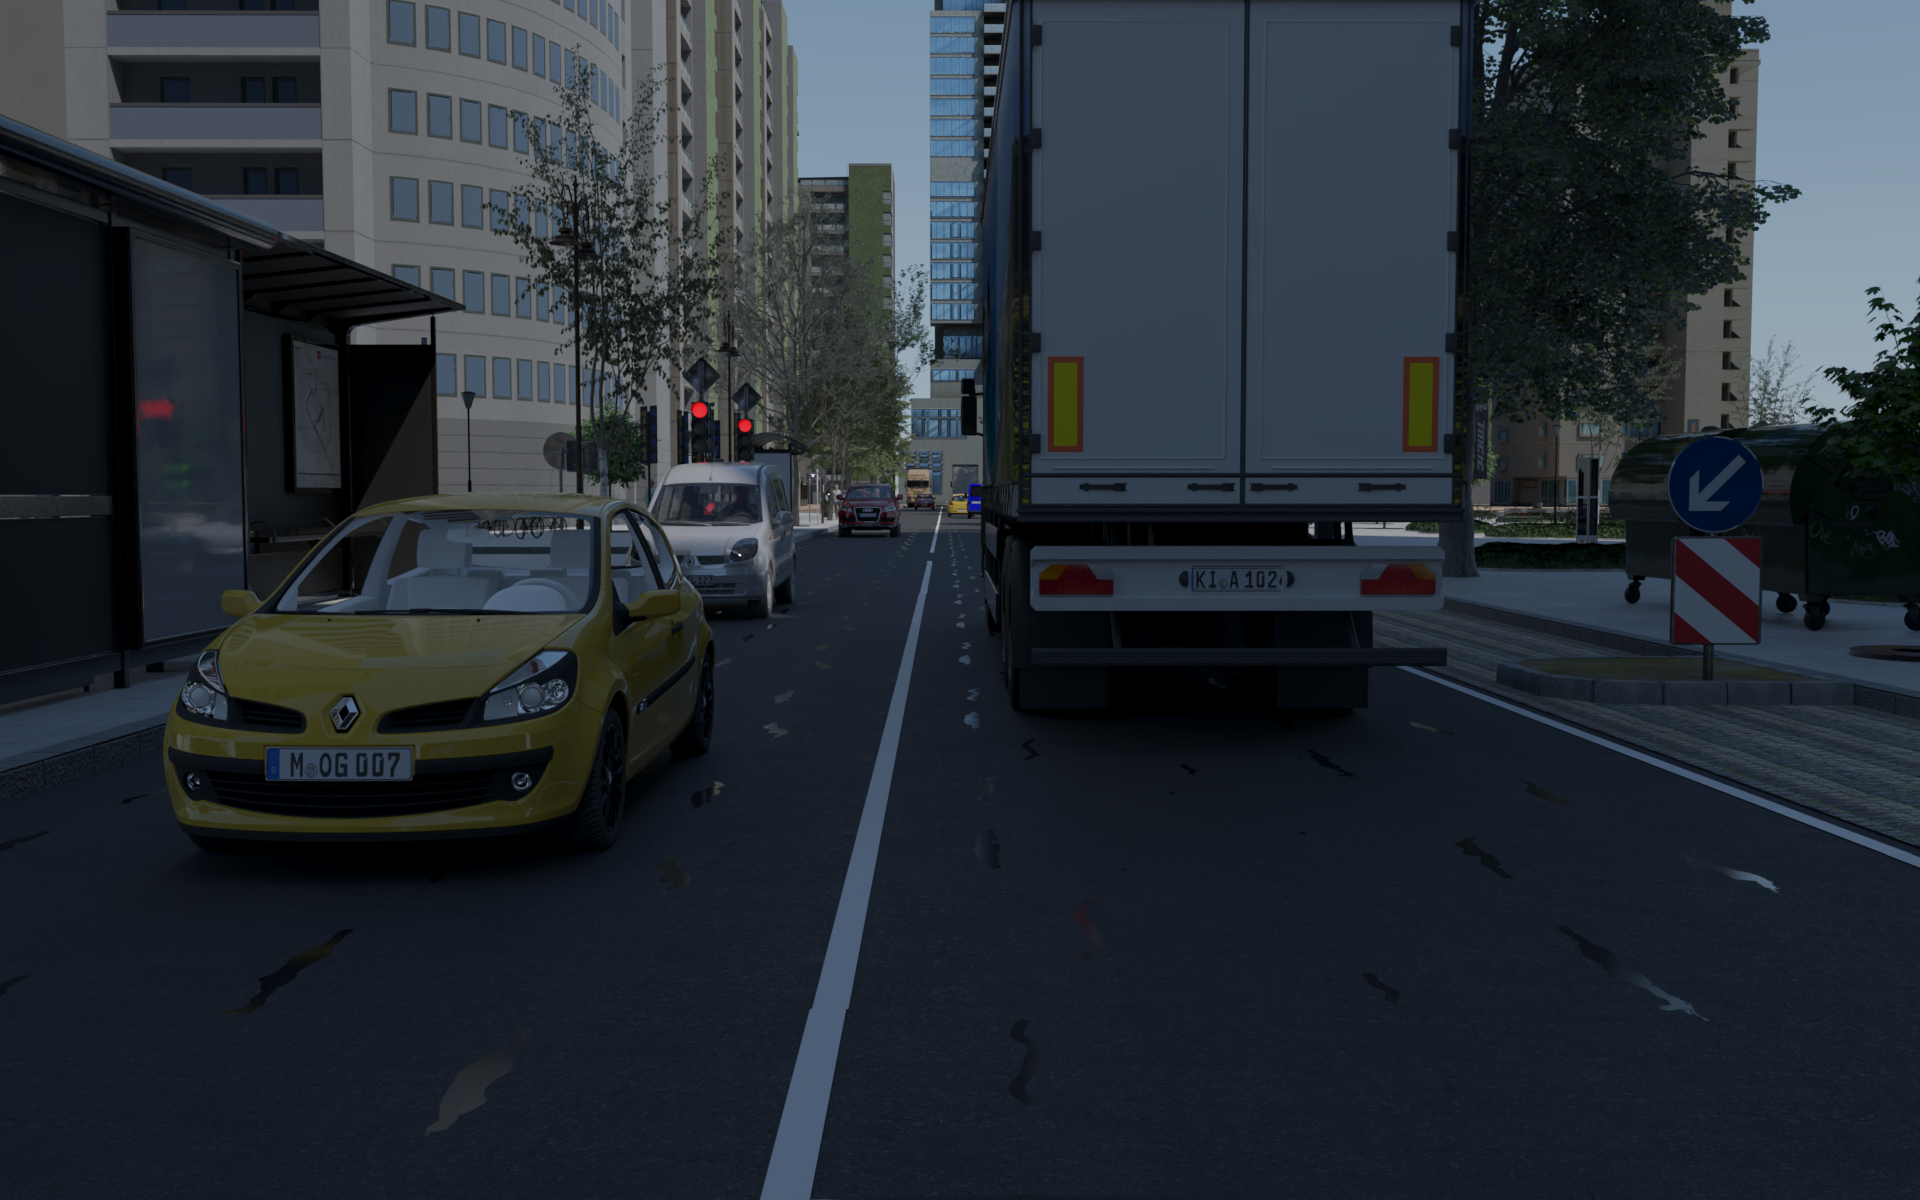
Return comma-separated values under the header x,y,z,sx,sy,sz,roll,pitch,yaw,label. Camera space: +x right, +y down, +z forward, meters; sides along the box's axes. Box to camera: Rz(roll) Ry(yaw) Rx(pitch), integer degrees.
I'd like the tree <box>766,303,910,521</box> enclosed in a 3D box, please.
x,y,z,sx,sy,sz,roll,pitch,yaw,label
-5.958,-9.108,83.333,7.601,10.594,8.767,0,4,8,tree

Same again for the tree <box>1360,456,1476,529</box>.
x,y,z,sx,sy,sz,roll,pitch,yaw,label
15.700,-4.890,63.662,4.285,4.588,4.351,0,3,0,tree

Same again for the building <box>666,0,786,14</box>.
x,y,z,sx,sy,sz,roll,pitch,yaw,label
-21.382,-27.858,139.076,14.154,41.232,14.086,0,4,0,building

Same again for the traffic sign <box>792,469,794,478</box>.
x,y,z,sx,sy,sz,roll,pitch,yaw,label
-7.713,-4.757,77.512,0.795,2.593,0.064,1,4,8,traffic sign

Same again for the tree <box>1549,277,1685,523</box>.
x,y,z,sx,sy,sz,roll,pitch,yaw,label
21.322,-6.545,57.369,4.360,8.622,3.978,0,3,0,tree

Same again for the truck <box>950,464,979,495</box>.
x,y,z,sx,sy,sz,roll,pitch,yaw,label
0.476,-10.963,168.153,2.839,4.237,11.283,0,4,0,truck

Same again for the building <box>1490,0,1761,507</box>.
x,y,z,sx,sy,sz,roll,pitch,yaw,label
68.058,-33.770,175.834,21.600,48.544,21.300,0,4,0,building

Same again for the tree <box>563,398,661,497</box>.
x,y,z,sx,sy,sz,roll,pitch,yaw,label
-11.670,-4.552,58.134,4.285,4.588,4.351,0,3,0,tree

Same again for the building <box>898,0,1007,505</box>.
x,y,z,sx,sy,sz,roll,pitch,yaw,label
7.883,-55.487,219.885,31.000,86.520,22.319,0,4,0,building

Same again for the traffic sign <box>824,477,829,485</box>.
x,y,z,sx,sy,sz,roll,pitch,yaw,label
-8.782,-6.817,111.188,0.795,2.593,0.064,0,4,5,traffic sign

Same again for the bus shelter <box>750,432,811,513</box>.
x,y,z,sx,sy,sz,roll,pitch,yaw,label
-6.329,-4.013,59.532,2.014,3.302,5.546,0,4,0,bus shelter

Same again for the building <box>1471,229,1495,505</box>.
x,y,z,sx,sy,sz,roll,pitch,yaw,label
58.704,-32.632,217.127,14.086,41.232,14.154,0,4,0,building

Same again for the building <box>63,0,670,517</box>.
x,y,z,sx,sy,sz,roll,pitch,yaw,label
-24.748,-32.314,70.327,21.231,58.520,28.212,0,4,0,building

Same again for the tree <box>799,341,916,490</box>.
x,y,z,sx,sy,sz,roll,pitch,yaw,label
-7.920,-12.237,118.193,7.486,12.596,7.792,0,3,0,tree

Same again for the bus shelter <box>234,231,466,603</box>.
x,y,z,sx,sy,sz,roll,pitch,yaw,label
-6.982,-1.672,18.617,1.731,3.624,6.357,0,4,-1,bus shelter

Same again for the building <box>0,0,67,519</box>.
x,y,z,sx,sy,sz,roll,pitch,yaw,label
-24.516,-23.969,15.596,21.600,48.544,21.300,0,4,0,building

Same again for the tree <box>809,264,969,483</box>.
x,y,z,sx,sy,sz,roll,pitch,yaw,label
-5.381,-17.447,141.143,12.611,20.169,13.585,0,3,0,tree

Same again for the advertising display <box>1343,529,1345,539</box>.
x,y,z,sx,sy,sz,roll,pitch,yaw,label
10.076,-2.443,45.156,0.123,1.923,0.974,1,4,9,advertising display

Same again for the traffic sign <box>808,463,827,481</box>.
x,y,z,sx,sy,sz,roll,pitch,yaw,label
-6.125,-4.557,74.243,0.795,2.593,0.064,0,4,6,traffic sign

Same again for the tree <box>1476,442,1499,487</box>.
x,y,z,sx,sy,sz,roll,pitch,yaw,label
24.783,-6.215,85.324,4.285,4.588,4.351,0,3,0,tree

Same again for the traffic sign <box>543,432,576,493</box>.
x,y,z,sx,sy,sz,roll,pitch,yaw,label
-8.191,-2.169,35.577,0.768,2.556,0.104,0,4,5,traffic sign

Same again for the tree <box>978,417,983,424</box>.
x,y,z,sx,sy,sz,roll,pitch,yaw,label
6.808,-15.219,155.480,9.857,13.997,8.962,0,3,0,tree

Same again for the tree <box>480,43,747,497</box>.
x,y,z,sx,sy,sz,roll,pitch,yaw,label
-5.842,-4.834,29.400,4.360,8.622,3.978,0,3,0,tree

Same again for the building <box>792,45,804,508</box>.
x,y,z,sx,sy,sz,roll,pitch,yaw,label
-21.839,-28.723,153.223,14.154,41.232,14.086,0,4,0,building

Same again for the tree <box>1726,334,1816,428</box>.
x,y,z,sx,sy,sz,roll,pitch,yaw,label
37.786,-7.988,80.964,4.360,8.622,3.978,0,3,0,tree

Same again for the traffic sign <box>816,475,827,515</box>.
x,y,z,sx,sy,sz,roll,pitch,yaw,label
-8.627,-6.539,107.015,0.768,2.556,0.104,1,4,9,traffic sign

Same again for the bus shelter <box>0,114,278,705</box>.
x,y,z,sx,sy,sz,roll,pitch,yaw,label
-6.265,-1.914,8.925,2.179,5.291,8.768,0,4,-1,bus shelter

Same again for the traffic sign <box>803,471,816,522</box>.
x,y,z,sx,sy,sz,roll,pitch,yaw,label
-6.793,-4.655,78.234,0.606,2.300,0.079,0,4,1,traffic sign

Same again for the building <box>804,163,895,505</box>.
x,y,z,sx,sy,sz,roll,pitch,yaw,label
-15.164,-32.611,216.782,14.086,41.232,14.154,0,4,0,building

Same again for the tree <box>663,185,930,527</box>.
x,y,z,sx,sy,sz,roll,pitch,yaw,label
-6.379,-9.654,68.207,12.009,13.543,11.850,0,3,0,tree

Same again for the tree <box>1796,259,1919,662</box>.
x,y,z,sx,sy,sz,roll,pitch,yaw,label
7.620,-1.166,13.672,1.663,3.219,1.824,0,3,0,tree

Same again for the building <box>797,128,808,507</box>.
x,y,z,sx,sy,sz,roll,pitch,yaw,label
-29.543,-31.824,174.947,28.867,44.769,22.147,0,4,0,building

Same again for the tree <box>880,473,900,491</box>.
x,y,z,sx,sy,sz,roll,pitch,yaw,label
-7.218,-11.171,177.253,1.663,3.219,1.824,0,3,0,tree

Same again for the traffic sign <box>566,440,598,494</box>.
x,y,z,sx,sy,sz,roll,pitch,yaw,label
-7.151,-1.877,32.812,0.606,2.300,0.079,0,4,3,traffic sign

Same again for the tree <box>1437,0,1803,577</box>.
x,y,z,sx,sy,sz,roll,pitch,yaw,label
7.784,-7.340,26.662,9.857,13.997,8.962,0,3,0,tree
